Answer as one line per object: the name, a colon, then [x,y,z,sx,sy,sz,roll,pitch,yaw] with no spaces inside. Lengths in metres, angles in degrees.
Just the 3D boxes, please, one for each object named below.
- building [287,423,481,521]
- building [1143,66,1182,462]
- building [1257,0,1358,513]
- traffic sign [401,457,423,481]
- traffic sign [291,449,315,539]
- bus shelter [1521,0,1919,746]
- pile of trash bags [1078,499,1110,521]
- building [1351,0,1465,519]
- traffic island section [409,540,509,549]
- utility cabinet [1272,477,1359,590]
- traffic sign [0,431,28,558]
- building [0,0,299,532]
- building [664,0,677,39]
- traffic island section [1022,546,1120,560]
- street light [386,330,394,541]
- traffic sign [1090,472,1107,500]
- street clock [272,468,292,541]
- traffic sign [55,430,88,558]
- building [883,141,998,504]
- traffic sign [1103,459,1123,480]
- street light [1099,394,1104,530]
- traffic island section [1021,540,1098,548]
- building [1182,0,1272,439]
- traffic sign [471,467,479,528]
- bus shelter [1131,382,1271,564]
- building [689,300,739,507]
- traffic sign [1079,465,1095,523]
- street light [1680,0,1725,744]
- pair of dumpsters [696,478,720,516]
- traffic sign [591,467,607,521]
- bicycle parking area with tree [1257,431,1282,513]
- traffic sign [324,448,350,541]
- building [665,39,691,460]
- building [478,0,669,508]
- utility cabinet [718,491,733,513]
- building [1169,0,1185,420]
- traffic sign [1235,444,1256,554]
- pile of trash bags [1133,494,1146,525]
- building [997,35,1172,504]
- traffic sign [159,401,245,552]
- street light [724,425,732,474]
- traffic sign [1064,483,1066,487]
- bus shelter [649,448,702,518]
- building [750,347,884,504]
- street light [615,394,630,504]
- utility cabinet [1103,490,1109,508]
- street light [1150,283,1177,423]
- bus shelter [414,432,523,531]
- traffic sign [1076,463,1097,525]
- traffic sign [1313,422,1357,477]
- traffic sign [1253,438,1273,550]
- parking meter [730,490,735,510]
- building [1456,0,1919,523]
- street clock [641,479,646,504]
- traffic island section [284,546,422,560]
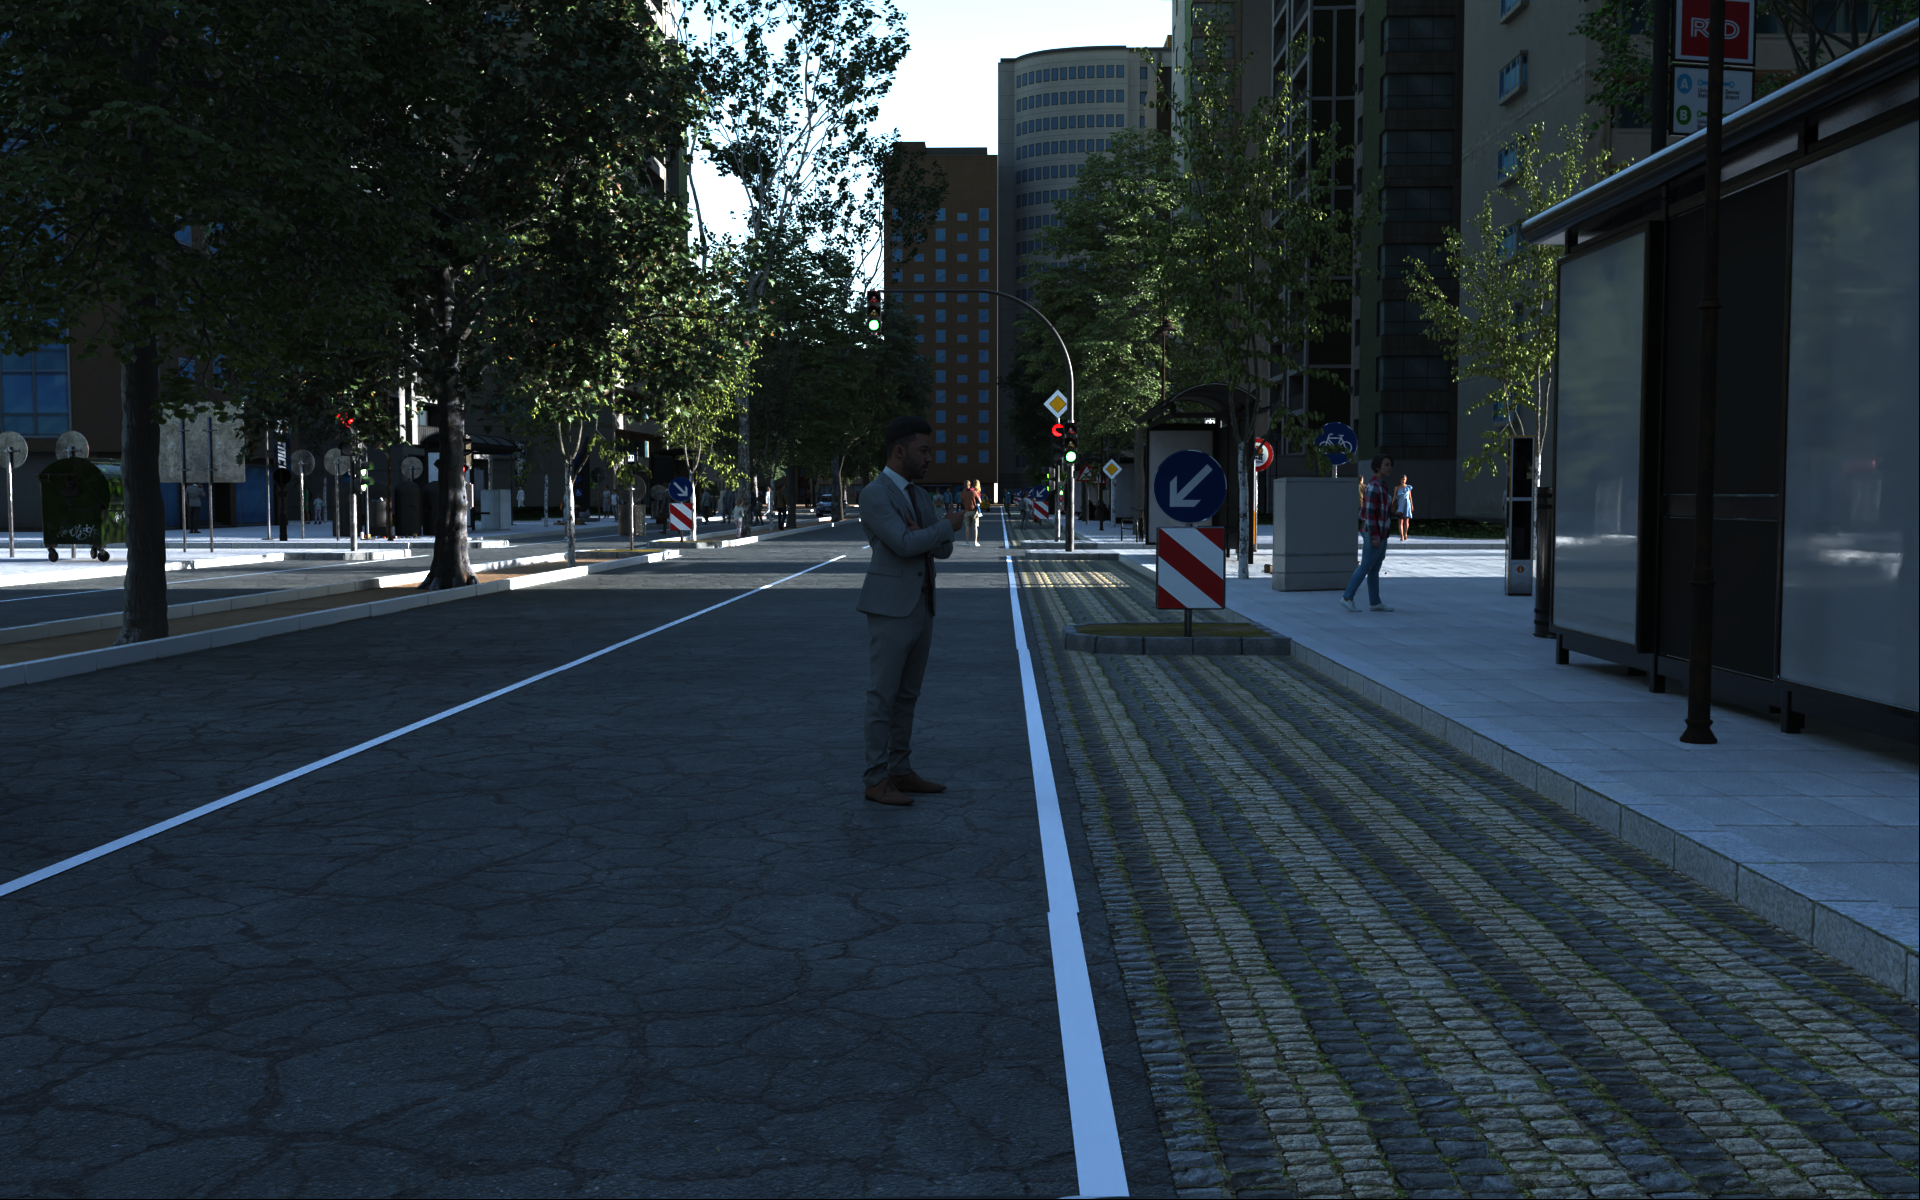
building: [-36.844,-39.989,92.067,20.563,71.187,20.611,0,4,1]
building: [26.452,-32.331,178.716,14.600,45.320,14.200,0,4,1]
building: [29.378,-41.053,109.465,20.563,71.187,20.611,0,4,1]
traffic sign: [-18.602,-3.589,58.791,0.768,2.556,0.104,0,4,2]
traffic sign: [-18.764,-3.014,49.381,0.768,2.556,0.104,0,4,7]
bus shelter: [5.271,-2.070,11.479,2.179,5.291,8.768,0,4,1]
pile of trash bags: [7.223,-4.549,84.136,1.912,1.369,3.447,-2,4,-28]
building: [26.243,-19.140,84.633,14.160,30.474,14.107,0,4,1]
traffic island section: [-13.493,-1.513,47.021,2.009,0.180,2.903,0,4,1]
utility cabinet: [4.726,-0.879,23.044,1.173,1.500,0.318,-2,4,-25]
traffic sign: [-19.182,-2.132,34.969,0.768,2.556,0.104,0,4,7]
building: [-34.546,-25.307,63.878,14.600,45.320,14.200,0,4,1]
building: [-48.900,-48.229,226.801,20.611,71.187,20.563,0,4,1]
traffic island section: [2.464,-1.002,38.670,2.009,0.180,2.903,0,4,1]
street light: [-15.621,-4.559,47.334,0.468,5.910,1.993,0,4,1]
traffic sign: [7.375,-5.644,92.289,0.884,2.594,0.081,0,4,2]
street clock: [-18.534,-2.619,47.388,0.471,2.002,0.358,-2,4,-26]
traffic sign: [-17.803,-2.116,34.711,0.768,2.556,0.104,1,4,11]
building: [-2.263,-35.041,223.038,14.200,45.320,14.600,0,4,1]
traffic sign: [5.617,-3.926,63.917,0.795,2.593,0.064,0,4,5]
street light: [4.993,-5.393,60.958,0.468,5.910,1.993,0,4,1]
traffic island section: [2.644,-1.491,46.653,2.009,0.180,2.903,0,4,1]
building: [24.459,-27.698,136.454,14.154,41.232,14.086,0,4,1]
traffic sign: [-18.696,-3.926,66.318,0.606,2.300,0.079,1,4,11]
bus shelter: [4.658,-2.456,34.083,2.014,3.302,5.546,0,4,1]
building: [-38.239,-20.127,174.117,28.899,21.520,27.650,0,4,1]
traffic sign: [5.665,-4.699,76.940,0.768,2.556,0.104,0,4,2]
street light: [3.822,-2.202,8.786,0.468,5.910,1.993,0,4,1]
pair of dumpsters: [-15.246,-6.098,102.199,1.574,2.255,4.437,0,4,1]
traffic sign: [-17.027,-4.989,81.674,0.768,2.556,0.104,0,4,4]
bicycle parking area with tree: [14.543,-5.804,81.902,9.016,4.147,8.231,1,4,18]
traffic sign: [-17.111,-2.904,47.580,0.768,2.556,0.104,0,4,5]
building: [-31.800,-28.611,151.390,14.154,41.232,14.086,0,4,1]
building: [-35.132,-31.142,132.874,21.300,48.544,21.600,0,4,1]
utility cabinet: [-15.385,-6.409,113.469,0.318,1.500,1.173,-3,5,-44]
building: [33.811,-34.744,157.298,28.713,52.752,27.495,0,4,1]
traffic sign: [5.978,-2.272,37.248,0.768,2.556,0.104,0,4,4]
pile of trash bags: [7.669,-3.529,67.444,1.912,1.369,3.447,0,4,-7]
building: [19.030,-41.850,226.252,28.212,58.520,21.231,0,4,1]
traffic sign: [-16.787,-2.704,38.077,2.265,3.308,0.079,1,4,9]
street light: [-14.177,-8.151,106.052,0.468,5.910,1.993,0,4,1]
traffic sign: [7.771,-7.477,122.249,0.884,2.594,0.081,0,4,6]
bus shelter: [-14.969,-6.126,91.445,1.731,3.624,6.357,0,4,1]
building: [-24.069,-23.630,231.387,28.899,21.520,27.650,0,4,1]
street light: [-14.862,-6.355,76.692,0.468,5.910,1.993,0,4,1]
utility cabinet: [7.847,-4.970,89.935,0.318,1.500,1.173,3,5,44]
street light: [4.471,-3.997,38.146,0.468,5.910,1.993,0,4,1]
bus shelter: [-16.471,-3.945,58.417,2.014,3.302,5.546,0,4,1]
traffic sign: [5.331,-4.458,72.897,0.884,2.594,0.081,0,4,7]
traffic sign: [6.637,-1.872,30.717,0.768,2.556,0.104,0,4,4]
traffic sign: [6.676,-2.386,39.116,0.768,2.556,0.104,0,4,5]
parking meter: [-15.566,-6.713,118.163,0.372,1.533,0.369,0,3,0]
building: [31.016,-27.052,66.007,21.600,48.544,21.300,0,4,1]
street clock: [-15.268,-4.809,83.197,0.358,2.002,0.471,-2,4,-31]
traffic island section: [-13.673,-1.025,39.038,2.009,0.180,2.903,0,4,1]
